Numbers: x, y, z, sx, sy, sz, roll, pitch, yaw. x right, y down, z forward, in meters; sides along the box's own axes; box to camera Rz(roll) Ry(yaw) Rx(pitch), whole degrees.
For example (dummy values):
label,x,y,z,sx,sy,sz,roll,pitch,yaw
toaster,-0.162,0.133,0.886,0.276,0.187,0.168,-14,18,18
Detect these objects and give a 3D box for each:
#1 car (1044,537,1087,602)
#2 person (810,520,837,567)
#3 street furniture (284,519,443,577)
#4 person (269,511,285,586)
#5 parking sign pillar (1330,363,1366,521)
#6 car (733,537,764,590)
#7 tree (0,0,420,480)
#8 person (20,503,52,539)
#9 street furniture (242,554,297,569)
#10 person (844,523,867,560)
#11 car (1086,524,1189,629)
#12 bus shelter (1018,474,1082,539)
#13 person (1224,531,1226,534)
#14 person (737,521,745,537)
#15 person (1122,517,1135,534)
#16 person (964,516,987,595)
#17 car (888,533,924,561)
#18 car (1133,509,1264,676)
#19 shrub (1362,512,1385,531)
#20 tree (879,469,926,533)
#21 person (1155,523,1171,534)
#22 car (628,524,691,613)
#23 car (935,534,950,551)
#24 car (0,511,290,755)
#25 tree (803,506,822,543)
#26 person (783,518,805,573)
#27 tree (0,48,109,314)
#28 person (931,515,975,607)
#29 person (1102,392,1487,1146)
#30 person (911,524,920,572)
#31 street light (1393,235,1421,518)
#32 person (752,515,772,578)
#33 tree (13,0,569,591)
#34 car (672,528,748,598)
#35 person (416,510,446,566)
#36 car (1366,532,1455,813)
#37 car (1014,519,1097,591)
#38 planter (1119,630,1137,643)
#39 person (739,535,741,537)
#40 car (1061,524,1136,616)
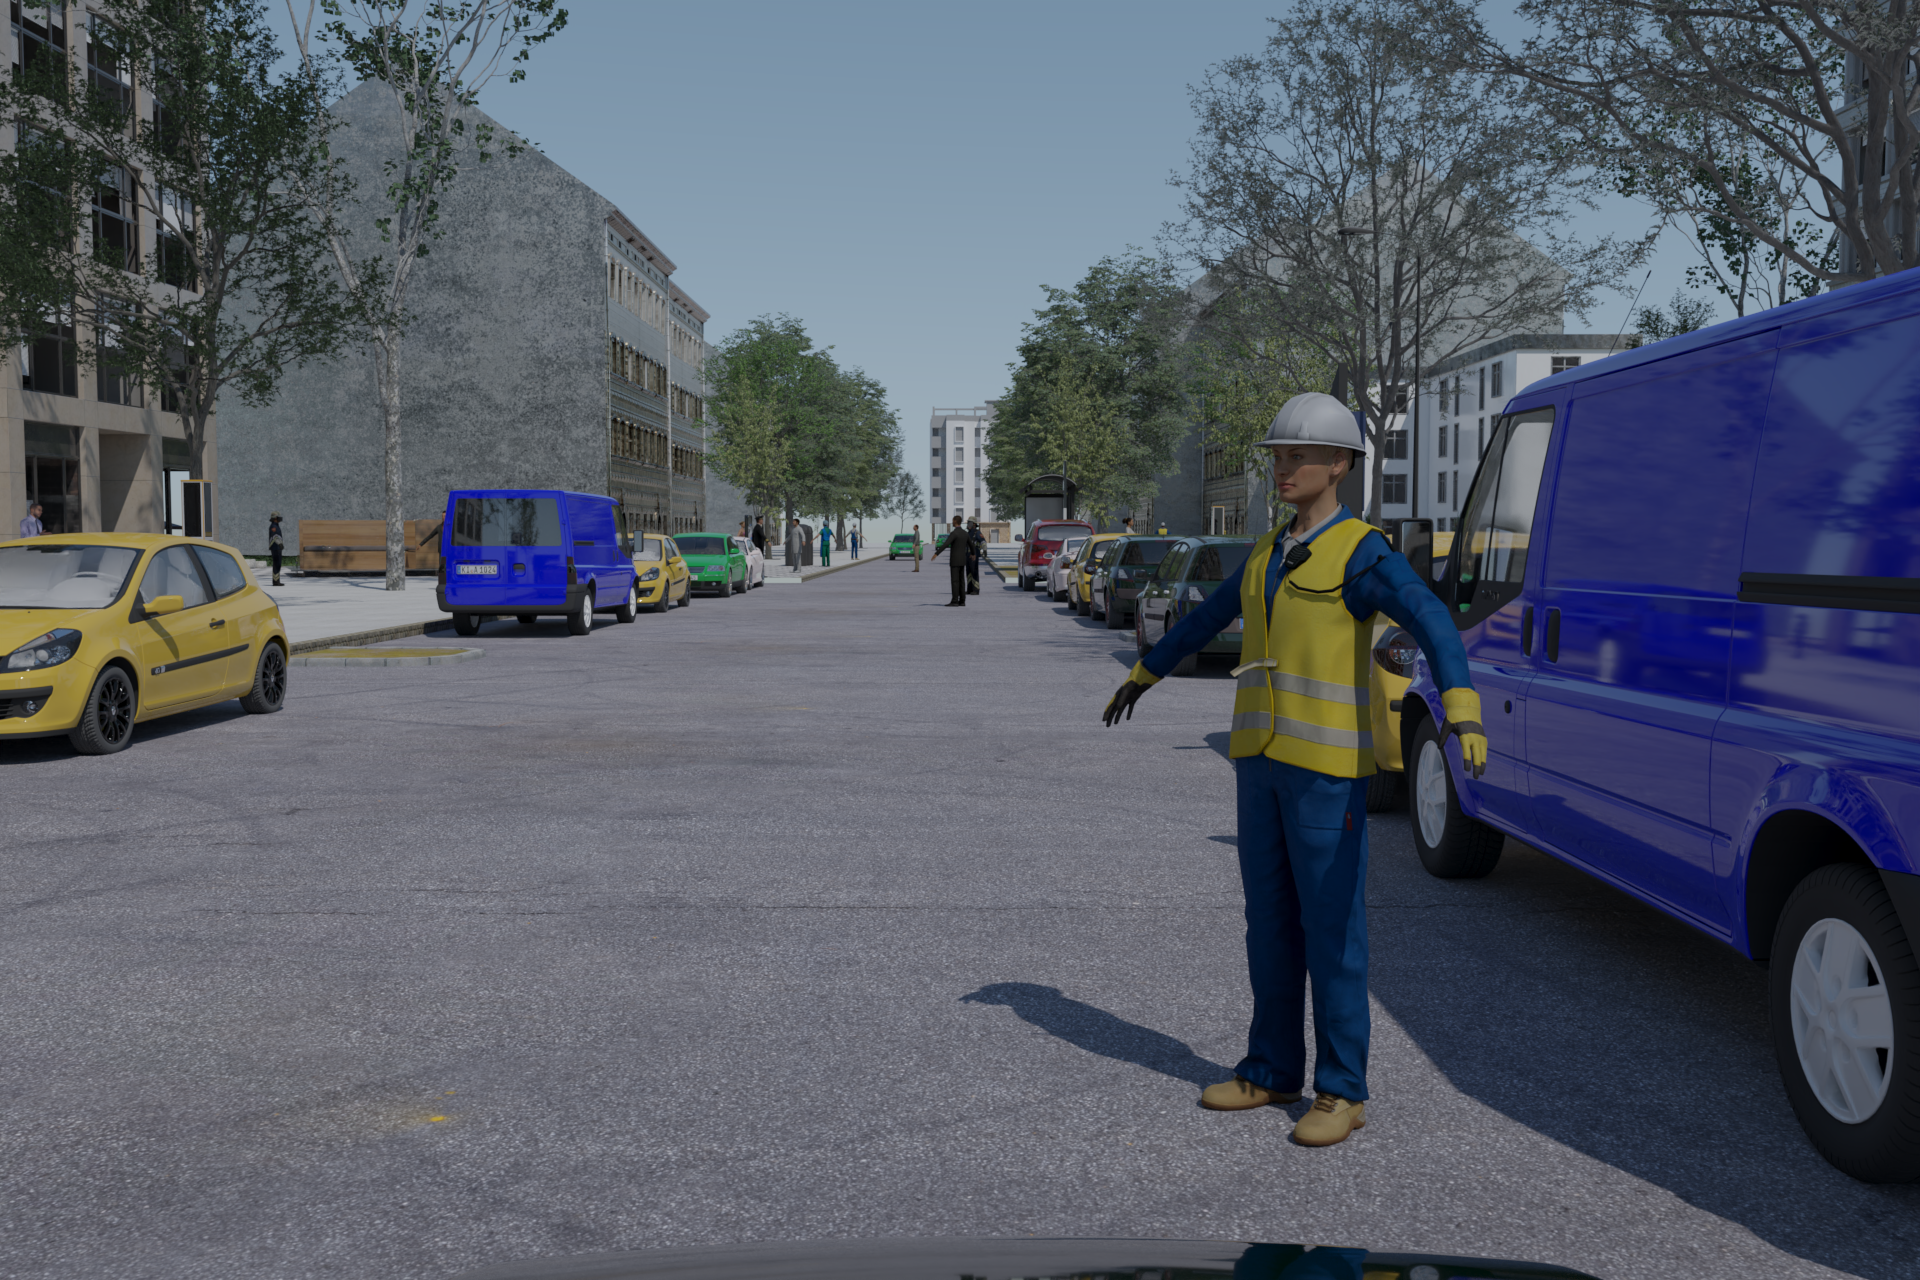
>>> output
label,x,y,z,sx,sy,sz,roll,pitch,yaw
car,2.903,-1.573,38.075,2.083,1.381,4.827,0,4,0
person,-5.244,-3.736,67.214,0.704,1.817,1.347,3,5,43
street furniture,-17.067,-3.002,55.940,9.812,1.723,11.010,-1,4,-23
person,-16.770,-2.245,42.571,0.704,1.845,1.351,-2,4,-23
parking sign pillar,6.153,-2.416,27.966,1.447,3.967,1.447,0,4,0
car,-6.252,-2.039,45.698,2.083,1.381,4.827,0,4,0
tree,-12.892,-5.754,28.491,8.767,10.594,7.601,1,4,13
person,-16.628,-1.554,31.326,0.599,1.838,0.709,0,4,5
street furniture,-27.955,-3.091,66.162,5.734,0.657,10.072,1,4,12
person,-5.218,-4.897,85.927,1.347,1.847,0.705,2,4,29
car,3.043,-1.083,27.499,2.009,1.686,4.222,0,4,-1
bus shelter,3.132,-4.111,61.139,2.014,3.302,5.546,0,4,0
person,13.454,-5.133,89.694,0.705,1.858,1.354,2,4,27
person,-7.530,-3.302,60.786,0.721,1.733,1.217,1,4,20
person,4.755,-2.504,47.709,0.721,1.739,1.217,1,4,8
person,0.270,-1.987,40.727,0.705,1.856,1.354,-3,4,-36
car,-2.952,-5.271,94.970,1.959,1.807,4.718,0,3,0
car,2.946,-0.556,18.881,2.009,1.686,4.222,0,4,-1
shrub,14.623,-3.557,62.202,1.661,2.075,1.752,0,3,0
tree,-8.120,-19.210,248.500,7.601,10.594,8.767,0,4,1
person,9.686,-4.692,82.686,1.349,1.833,0.705,1,4,9
car,-6.186,-1.378,32.754,2.015,1.641,3.980,0,4,0
car,-1.285,-8.678,150.686,1.959,1.807,4.718,0,4,-1
car,-6.335,-0.137,12.466,2.015,1.641,3.980,0,4,0
tree,-19.753,-17.911,243.205,4.360,8.622,3.978,0,3,0
person,-5.466,-3.147,57.647,0.705,1.806,1.347,-3,4,-36
tree,-12.227,-5.046,16.912,8.767,10.594,7.601,3,5,44
person,-0.072,-1.562,34.225,0.704,1.802,1.346,3,4,38
person,0.778,0.290,4.184,0.721,1.772,1.216,-2,4,-35
person,-1.674,-3.459,65.285,0.705,1.796,1.348,0,4,-1
street light,7.485,-3.290,26.334,1.470,5.913,1.316,0,3,0
person,-5.872,-2.750,50.902,0.705,1.837,1.347,-2,4,-27
tree,-14.143,-11.223,39.394,12.611,20.169,13.585,0,3,0
car,-6.039,-1.933,40.405,1.959,1.807,4.718,0,4,0
person,-11.766,-2.053,39.630,1.348,1.821,0.705,1,4,9
car,2.828,-0.007,10.331,2.015,1.641,3.980,0,4,0
car,2.578,-2.218,44.945,2.281,1.827,5.304,0,4,0
planter,3.188,-0.143,23.478,1.991,0.319,1.994,0,4,-1
person,-9.213,-3.862,72.405,0.991,1.433,0.599,1,4,12
car,2.887,-1.309,31.625,2.015,1.641,3.980,0,3,0
